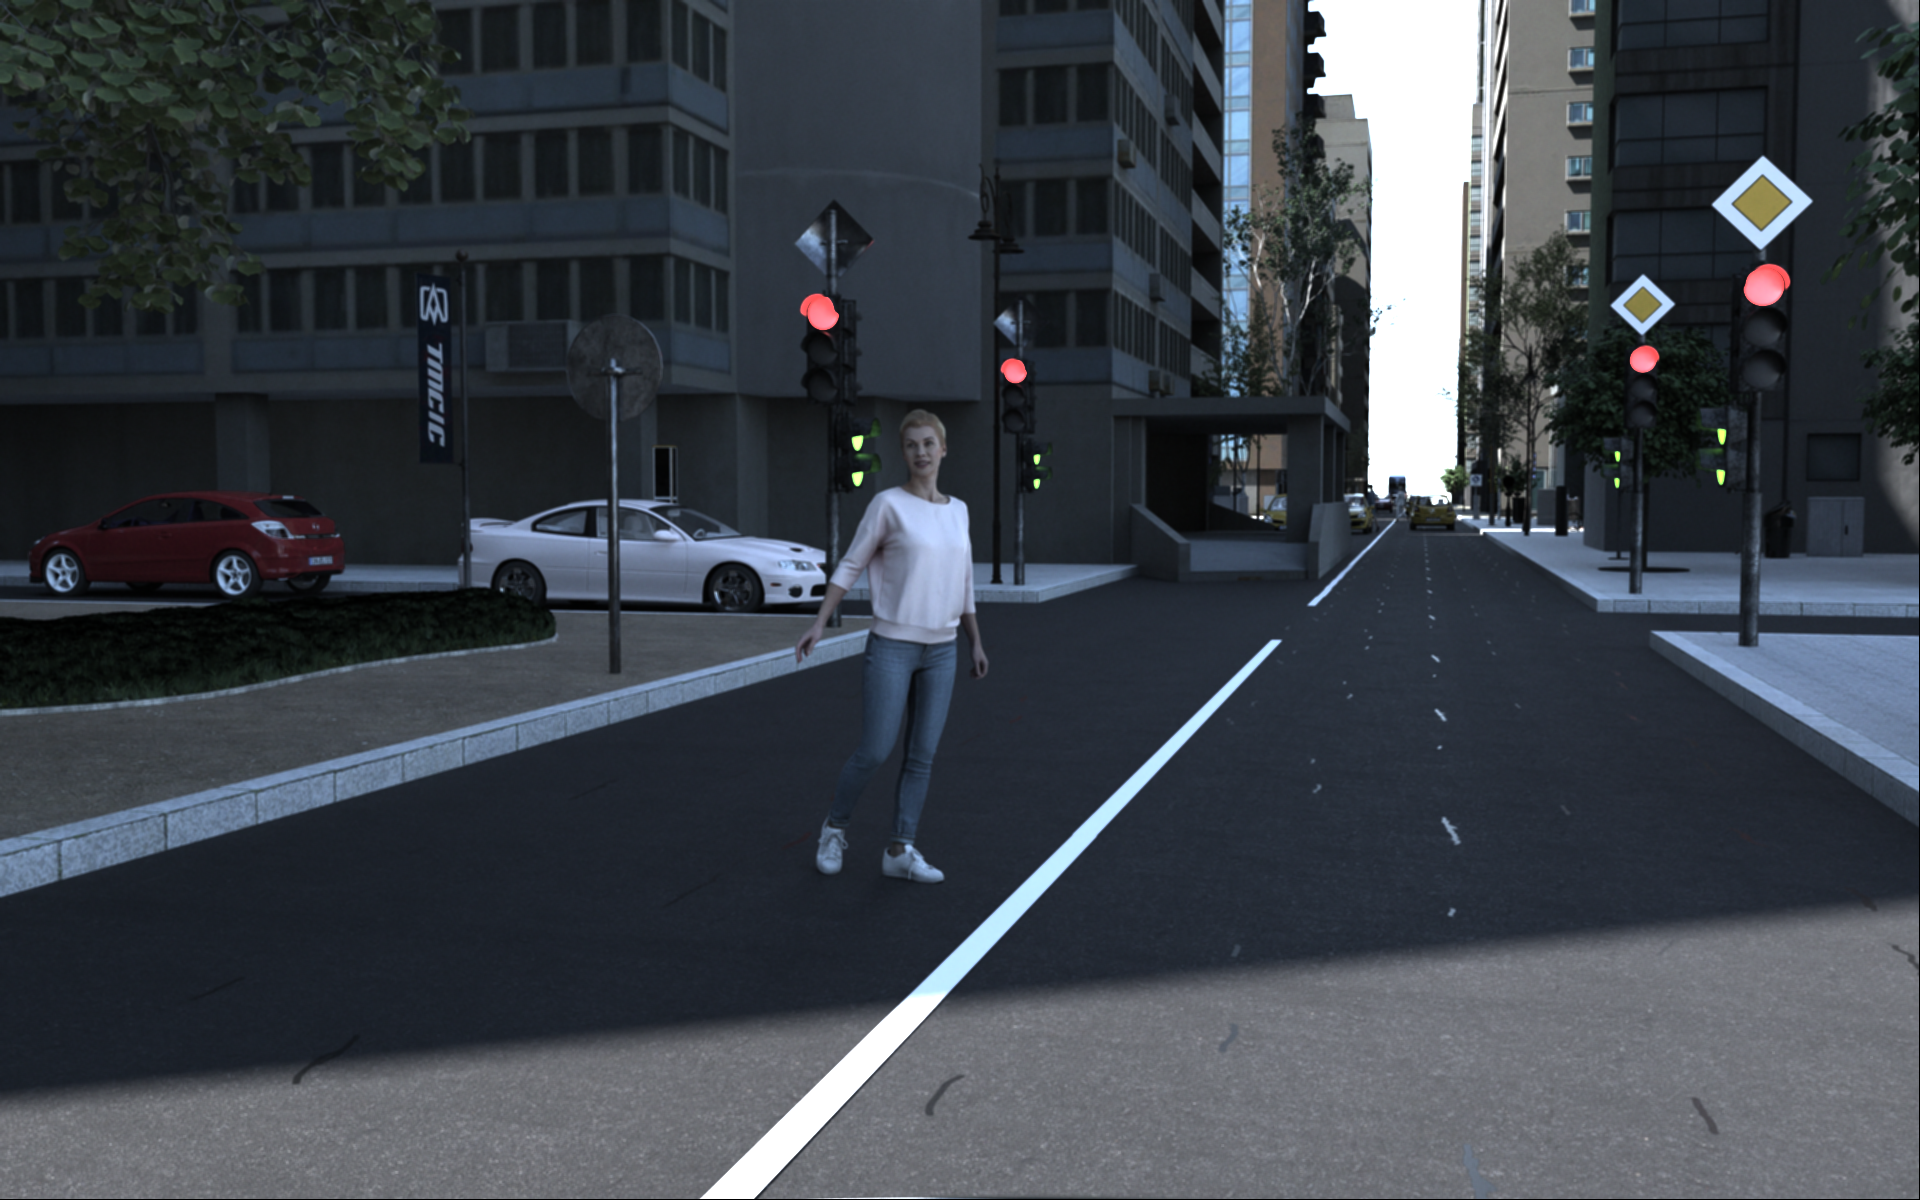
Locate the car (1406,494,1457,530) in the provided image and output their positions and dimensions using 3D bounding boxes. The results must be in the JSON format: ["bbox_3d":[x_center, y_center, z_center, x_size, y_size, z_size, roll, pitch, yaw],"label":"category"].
[{"bbox_3d":[19.060,-3.654,69.971,2.015,1.641,3.980,1,4,13],"label":"car"}]

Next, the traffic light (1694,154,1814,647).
[{"bbox_3d":[6.640,-1.565,14.514,0.839,4.253,0.868,1,4,15],"label":"traffic light"}]

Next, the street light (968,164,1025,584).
[{"bbox_3d":[0.526,-3.173,24.662,0.468,5.910,1.993,1,4,15],"label":"street light"}]

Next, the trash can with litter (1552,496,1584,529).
[{"bbox_3d":[22.836,-3.201,63.388,2.233,1.210,1.678,1,4,18],"label":"trash can with litter"}]

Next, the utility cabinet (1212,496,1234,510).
[{"bbox_3d":[8.995,-2.873,58.135,1.020,1.237,0.306,0,4,1],"label":"utility cabinet"}]

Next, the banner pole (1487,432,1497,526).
[{"bbox_3d":[21.646,-4.909,70.287,0.401,3.779,0.863,1,4,23],"label":"banner pole"}]

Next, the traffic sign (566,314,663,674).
[{"bbox_3d":[-2.469,-0.747,12.320,0.768,2.556,0.104,1,4,18],"label":"traffic sign"}]

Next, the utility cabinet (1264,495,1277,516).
[{"bbox_3d":[16.063,-4.784,89.377,0.306,1.237,1.020,-2,4,-24],"label":"utility cabinet"}]

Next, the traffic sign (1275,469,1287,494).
[{"bbox_3d":[13.258,-4.227,71.237,0.606,2.300,0.079,1,4,19],"label":"traffic sign"}]

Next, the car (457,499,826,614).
[{"bbox_3d":[-3.814,-0.551,21.378,4.827,1.381,2.083,1,4,15],"label":"car"}]

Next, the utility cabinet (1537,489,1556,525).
[{"bbox_3d":[23.942,-3.748,69.957,1.173,1.500,0.318,2,4,34],"label":"utility cabinet"}]

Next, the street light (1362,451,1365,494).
[{"bbox_3d":[41.706,-12.626,179.229,0.468,5.910,1.993,1,4,15],"label":"street light"}]

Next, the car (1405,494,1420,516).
[{"bbox_3d":[30.288,-6.355,114.130,2.015,1.641,3.980,1,4,16],"label":"car"}]

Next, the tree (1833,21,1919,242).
[{"bbox_3d":[5.737,-1.469,7.724,4.285,4.588,4.351,0,3,0],"label":"tree"}]

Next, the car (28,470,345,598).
[{"bbox_3d":[-11.012,-0.950,24.575,4.494,1.783,2.155,1,4,14],"label":"car"}]

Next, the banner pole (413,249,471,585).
[{"bbox_3d":[-5.202,-1.687,17.604,0.401,3.779,0.863,2,4,29],"label":"banner pole"}]

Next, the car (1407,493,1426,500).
[{"bbox_3d":[36.314,-7.779,136.776,1.945,1.707,3.694,1,4,13],"label":"car"}]

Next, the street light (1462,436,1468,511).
[{"bbox_3d":[37.123,-9.459,127.438,0.468,5.910,1.993,1,4,15],"label":"street light"}]

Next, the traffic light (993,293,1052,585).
[{"bbox_3d":[0.851,-2.164,24.295,0.839,4.253,0.868,1,4,15],"label":"traffic light"}]

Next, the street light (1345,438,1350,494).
[{"bbox_3d":[31.233,-10.229,140.028,0.468,5.910,1.993,1,4,15],"label":"street light"}]

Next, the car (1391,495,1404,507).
[{"bbox_3d":[49.978,-11.336,197.921,1.945,1.354,3.894,1,4,15],"label":"car"}]

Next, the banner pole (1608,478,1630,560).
[{"bbox_3d":[12.940,-2.698,34.134,0.401,3.779,0.863,0,4,1],"label":"banner pole"}]

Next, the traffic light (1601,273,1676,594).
[{"bbox_3d":[8.695,-2.037,22.231,0.839,4.253,0.868,1,4,15],"label":"traffic light"}]

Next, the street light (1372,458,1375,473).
[{"bbox_3d":[52.378,-15.095,219.594,0.468,5.910,1.993,1,4,15],"label":"street light"}]

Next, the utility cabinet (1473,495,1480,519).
[{"bbox_3d":[26.377,-4.724,88.404,0.306,1.237,1.020,1,4,20],"label":"utility cabinet"}]

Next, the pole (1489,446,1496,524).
[{"bbox_3d":[22.562,-4.865,73.382,0.158,3.312,0.155,0,3,0],"label":"pole"}]

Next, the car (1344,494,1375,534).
[{"bbox_3d":[14.209,-3.260,63.530,2.015,1.641,3.980,1,4,16],"label":"car"}]

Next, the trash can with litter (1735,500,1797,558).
[{"bbox_3d":[16.159,-1.428,34.737,1.055,1.170,0.624,1,4,15],"label":"trash can with litter"}]

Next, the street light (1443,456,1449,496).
[{"bbox_3d":[58.492,-14.364,207.645,0.468,5.910,1.993,1,4,15],"label":"street light"}]

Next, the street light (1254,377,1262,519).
[{"bbox_3d":[11.223,-5.645,65.076,0.468,5.910,1.993,1,4,15],"label":"street light"}]

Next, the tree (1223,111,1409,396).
[{"bbox_3d":[16.322,-14.243,88.762,12.611,20.169,13.585,0,3,0],"label":"tree"}]

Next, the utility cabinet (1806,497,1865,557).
[{"bbox_3d":[17.847,-1.478,35.319,1.020,1.237,0.306,1,4,20],"label":"utility cabinet"}]

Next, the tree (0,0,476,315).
[{"bbox_3d":[-5.097,-5.415,6.662,7.486,12.596,7.792,0,3,0],"label":"tree"}]

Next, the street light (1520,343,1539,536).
[{"bbox_3d":[17.506,-4.926,53.330,0.468,5.910,1.993,1,4,15],"label":"street light"}]

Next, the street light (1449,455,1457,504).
[{"bbox_3d":[47.934,-11.929,167.833,0.468,5.910,1.993,1,4,15],"label":"street light"}]

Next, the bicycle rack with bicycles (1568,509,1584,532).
[{"bbox_3d":[22.199,-2.813,59.370,2.925,0.926,2.852,2,4,34],"label":"bicycle rack with bicycles"}]

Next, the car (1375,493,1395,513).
[{"bbox_3d":[32.578,-7.645,134.029,2.155,1.783,4.494,1,4,14],"label":"car"}]

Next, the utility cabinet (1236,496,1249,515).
[{"bbox_3d":[8.955,-2.677,54.936,0.306,1.237,1.020,0,4,5],"label":"utility cabinet"}]

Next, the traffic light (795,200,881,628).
[{"bbox_3d":[-1.203,-1.692,16.578,0.839,4.253,0.868,1,4,15],"label":"traffic light"}]

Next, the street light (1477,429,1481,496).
[{"bbox_3d":[28.328,-7.439,94.417,0.468,5.910,1.993,1,4,15],"label":"street light"}]

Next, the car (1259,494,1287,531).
[{"bbox_3d":[10.102,-2.574,52.305,2.015,1.641,3.980,1,4,16],"label":"car"}]

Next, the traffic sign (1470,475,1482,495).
[{"bbox_3d":[26.906,-5.395,90.340,0.606,2.300,0.079,2,4,24],"label":"traffic sign"}]

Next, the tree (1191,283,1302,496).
[{"bbox_3d":[10.051,-6.793,61.427,4.737,8.622,4.395,0,3,0],"label":"tree"}]
